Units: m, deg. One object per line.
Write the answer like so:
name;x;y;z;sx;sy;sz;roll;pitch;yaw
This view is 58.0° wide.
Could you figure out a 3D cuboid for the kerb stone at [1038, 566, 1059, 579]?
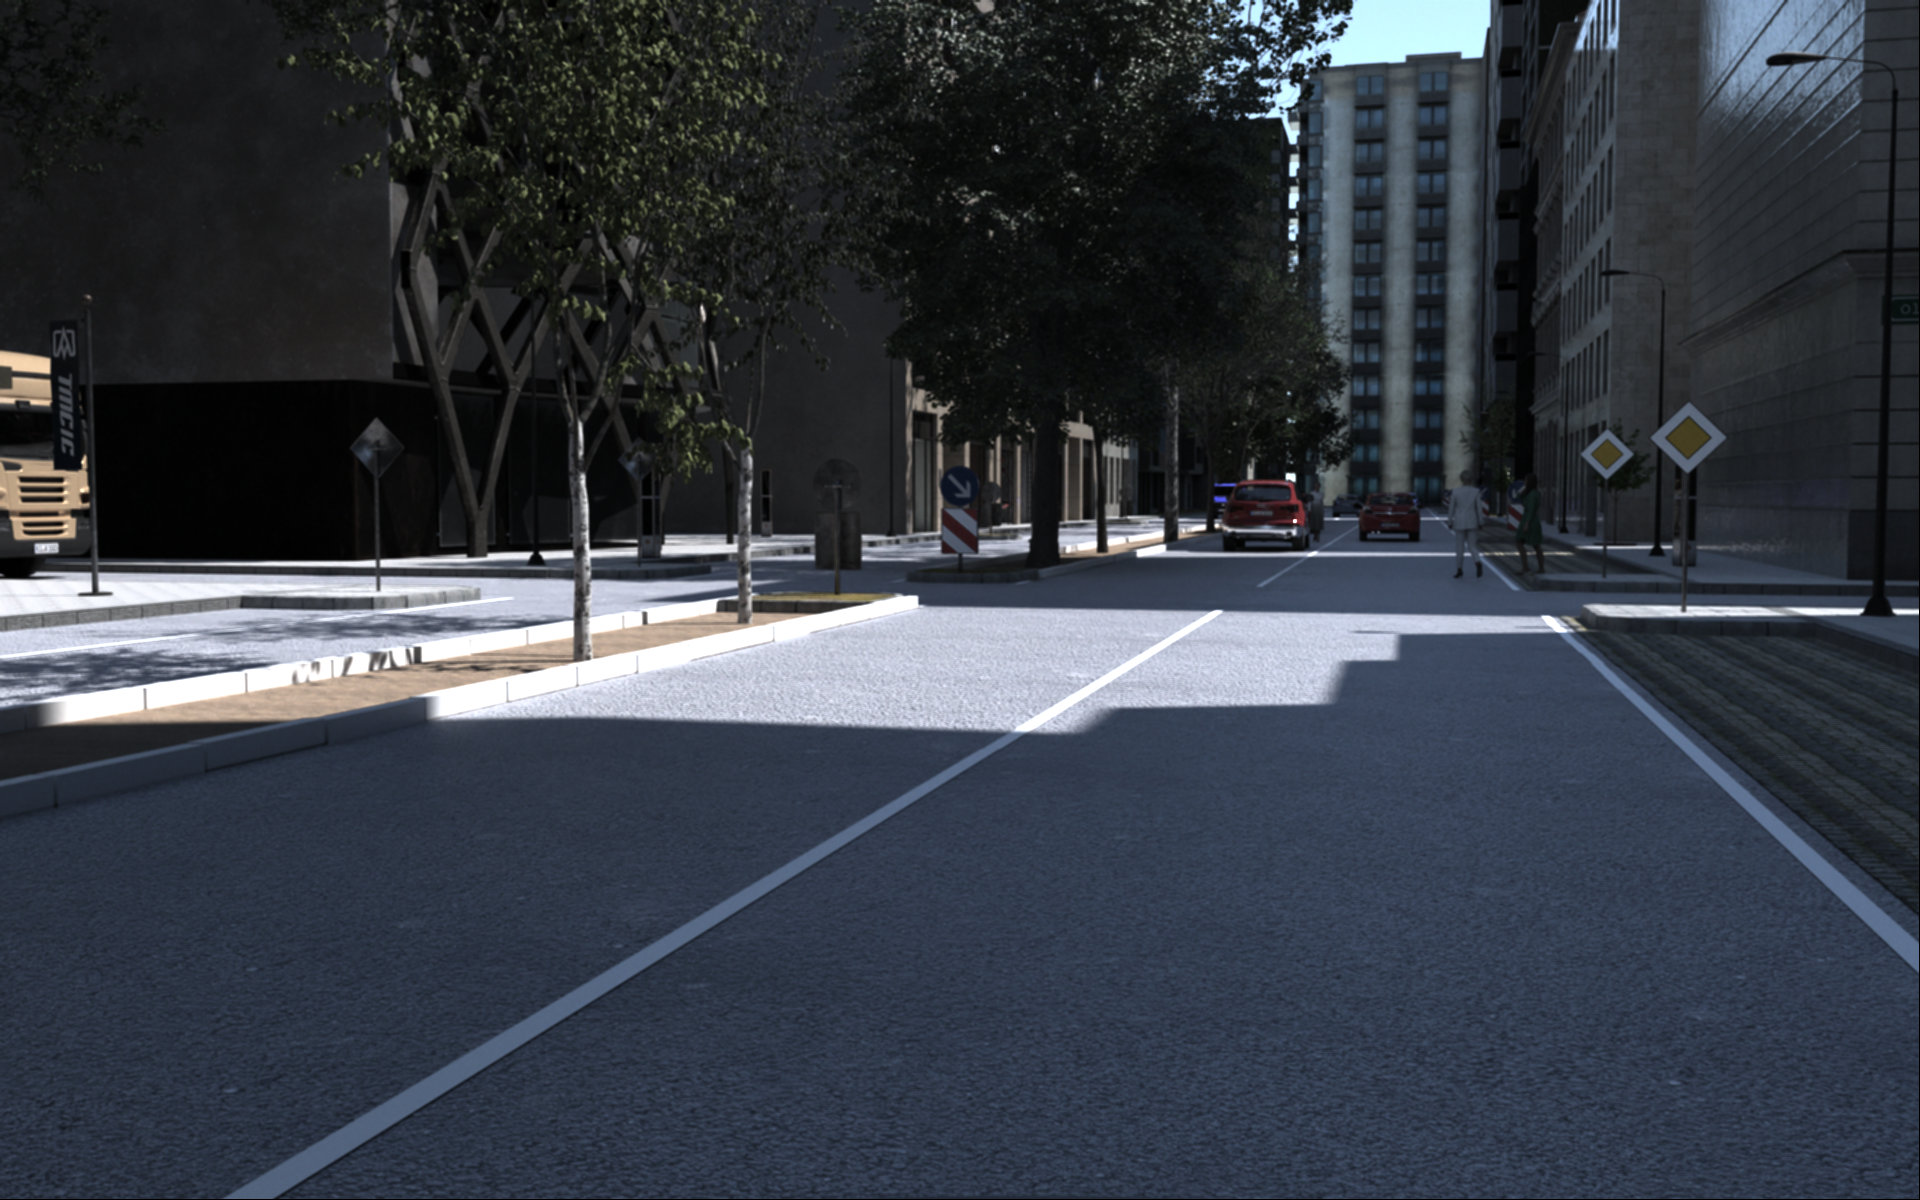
kerb stone;1.495;-0.461;29.795;0.120;0.150;1.000;1;4;15

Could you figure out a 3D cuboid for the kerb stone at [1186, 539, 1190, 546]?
kerb stone;6.140;-1.557;47.646;0.120;0.150;1.000;1;4;15

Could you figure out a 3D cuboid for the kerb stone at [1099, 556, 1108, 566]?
kerb stone;2.785;-0.767;34.763;0.120;0.150;1.000;1;4;15

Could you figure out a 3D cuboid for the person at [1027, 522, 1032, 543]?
person;2.170;-2.343;47.160;0.624;1.780;0.694;1;4;18

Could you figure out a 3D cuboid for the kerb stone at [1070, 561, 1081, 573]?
kerb stone;2.018;-0.578;31.789;0.120;0.150;1.000;1;4;15

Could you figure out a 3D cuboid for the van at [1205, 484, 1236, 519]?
van;15.380;-5.827;99.658;2.240;2.365;5.245;1;4;14

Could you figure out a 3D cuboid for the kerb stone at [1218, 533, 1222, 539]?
kerb stone;8.212;-2.040;55.587;0.120;0.150;1.000;1;4;15

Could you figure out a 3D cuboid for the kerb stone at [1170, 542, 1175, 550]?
kerb stone;5.364;-1.375;44.677;0.120;0.150;1.000;1;4;15

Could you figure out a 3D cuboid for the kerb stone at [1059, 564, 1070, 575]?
kerb stone;1.755;-0.526;30.792;0.120;0.150;1.000;1;4;15

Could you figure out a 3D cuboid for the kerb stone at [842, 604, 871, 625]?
kerb stone;-1.227;0.174;19.344;0.120;0.150;1.000;1;4;15

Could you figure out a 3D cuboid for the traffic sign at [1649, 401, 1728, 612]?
traffic sign;7.854;-0.923;18.739;0.795;2.450;0.064;1;4;15

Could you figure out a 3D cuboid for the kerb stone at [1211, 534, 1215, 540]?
kerb stone;7.689;-1.921;53.600;0.120;0.150;1.000;1;4;15

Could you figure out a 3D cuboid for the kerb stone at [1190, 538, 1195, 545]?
kerb stone;6.405;-1.617;48.633;0.120;0.150;1.000;1;4;15

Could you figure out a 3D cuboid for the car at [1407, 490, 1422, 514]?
car;31.122;-6.784;120.511;1.945;1.707;3.694;1;4;14

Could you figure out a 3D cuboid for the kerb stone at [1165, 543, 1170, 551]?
kerb stone;5.111;-1.314;43.687;0.120;0.150;1.000;1;4;15

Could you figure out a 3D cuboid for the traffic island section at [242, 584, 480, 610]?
traffic island section;-7.694;-0.035;22.855;2.009;0.180;2.903;1;4;15

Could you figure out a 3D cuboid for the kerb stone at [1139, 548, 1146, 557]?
kerb stone;4.076;-1.072;39.724;0.120;0.150;1.000;1;4;15

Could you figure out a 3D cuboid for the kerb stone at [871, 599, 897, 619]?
kerb stone;-0.968;0.116;20.336;0.120;0.150;1.000;1;4;15

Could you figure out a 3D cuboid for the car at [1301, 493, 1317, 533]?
car;12.451;-3.400;64.625;2.155;1.783;4.494;1;4;16

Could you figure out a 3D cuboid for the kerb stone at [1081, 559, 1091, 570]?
kerb stone;2.277;-0.647;32.778;0.120;0.150;1.000;1;4;15

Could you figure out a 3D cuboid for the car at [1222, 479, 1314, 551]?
car;7.991;-2.218;44.938;2.281;1.827;5.304;1;4;14

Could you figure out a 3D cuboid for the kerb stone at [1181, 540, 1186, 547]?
kerb stone;5.886;-1.495;46.656;0.120;0.150;1.000;1;4;15

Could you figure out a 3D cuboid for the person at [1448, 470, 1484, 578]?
person;8.578;-1.279;29.285;0.514;1.842;0.818;0;4;-7

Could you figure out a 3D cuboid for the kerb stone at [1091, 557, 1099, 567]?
kerb stone;2.519;-0.708;33.775;0.120;0.150;1.000;1;4;15

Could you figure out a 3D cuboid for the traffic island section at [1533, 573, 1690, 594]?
traffic island section;9.891;-0.260;26.539;2.009;0.180;2.903;1;4;15

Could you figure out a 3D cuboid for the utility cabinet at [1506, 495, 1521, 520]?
utility cabinet;27.049;-4.477;84.363;1.020;1.237;0.306;-3;4;-37

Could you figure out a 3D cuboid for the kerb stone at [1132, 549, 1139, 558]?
kerb stone;3.817;-1.008;38.725;0.120;0.150;1.000;1;4;15

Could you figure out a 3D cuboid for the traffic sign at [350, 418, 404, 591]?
traffic sign;-7.669;-1.171;22.787;0.795;2.450;0.064;1;4;15

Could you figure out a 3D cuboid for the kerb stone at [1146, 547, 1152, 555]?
kerb stone;4.332;-1.129;40.714;0.120;0.150;1.000;1;4;15

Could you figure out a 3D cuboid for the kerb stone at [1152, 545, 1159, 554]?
kerb stone;4.593;-1.193;41.702;0.120;0.150;1.000;1;4;15

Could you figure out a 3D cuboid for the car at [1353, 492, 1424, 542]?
car;13.351;-2.745;53.924;2.155;1.783;4.494;1;4;13

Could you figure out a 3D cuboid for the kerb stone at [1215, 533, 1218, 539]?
kerb stone;7.953;-1.978;54.597;0.120;0.150;1.000;1;4;15

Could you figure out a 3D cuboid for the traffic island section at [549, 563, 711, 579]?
traffic island section;-5.682;-0.508;30.583;2.009;0.180;2.903;1;4;15

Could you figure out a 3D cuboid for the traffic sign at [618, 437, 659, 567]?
traffic sign;-5.657;-1.644;30.515;0.795;2.450;0.064;1;4;15

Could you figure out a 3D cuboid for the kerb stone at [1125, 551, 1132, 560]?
kerb stone;3.559;-0.950;37.736;0.120;0.150;1.000;1;4;15

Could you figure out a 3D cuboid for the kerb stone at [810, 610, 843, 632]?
kerb stone;-1.488;0.237;18.356;0.120;0.150;1.000;1;4;15

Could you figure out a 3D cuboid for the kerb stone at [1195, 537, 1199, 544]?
kerb stone;6.656;-1.674;49.625;0.120;0.150;1.000;1;4;15

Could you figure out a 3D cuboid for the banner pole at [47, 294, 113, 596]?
banner pole;-11.173;-1.951;21.915;0.863;3.779;0.401;1;4;20

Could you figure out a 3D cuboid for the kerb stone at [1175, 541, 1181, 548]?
kerb stone;5.630;-1.434;45.665;0.120;0.150;1.000;1;4;15

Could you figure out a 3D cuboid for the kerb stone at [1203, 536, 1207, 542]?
kerb stone;7.175;-1.799;51.617;0.120;0.150;1.000;1;4;15

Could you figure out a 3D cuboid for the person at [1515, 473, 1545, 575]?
person;9.994;-1.319;30.305;0.529;1.795;0.600;1;4;14

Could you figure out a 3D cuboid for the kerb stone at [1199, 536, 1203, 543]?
kerb stone;6.911;-1.737;50.625;0.120;0.150;1.000;1;4;15

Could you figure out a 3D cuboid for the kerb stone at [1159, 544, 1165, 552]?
kerb stone;4.855;-1.254;42.697;0.120;0.150;1.000;1;4;15

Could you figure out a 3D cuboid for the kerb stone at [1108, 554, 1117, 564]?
kerb stone;3.039;-0.830;35.758;0.120;0.150;1.000;1;4;15

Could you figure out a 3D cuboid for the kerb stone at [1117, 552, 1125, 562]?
kerb stone;3.313;-0.887;36.743;0.120;0.150;1.000;1;4;15

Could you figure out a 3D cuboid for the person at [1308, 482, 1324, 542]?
person;10.758;-2.664;52.285;0.478;1.798;0.641;1;4;16

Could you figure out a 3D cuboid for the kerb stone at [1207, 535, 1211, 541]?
kerb stone;7.432;-1.855;52.611;0.120;0.150;1.000;1;4;15

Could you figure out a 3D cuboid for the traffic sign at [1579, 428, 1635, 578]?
traffic sign;9.866;-1.396;26.468;0.795;2.450;0.064;1;4;15

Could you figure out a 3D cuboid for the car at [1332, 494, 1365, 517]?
car;24.378;-5.916;108.733;2.014;1.417;4.499;1;4;16

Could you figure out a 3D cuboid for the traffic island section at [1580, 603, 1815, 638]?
traffic island section;7.879;0.212;18.810;2.009;0.180;2.903;1;4;15

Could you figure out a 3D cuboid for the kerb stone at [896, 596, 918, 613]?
kerb stone;-0.713;0.053;21.325;0.120;0.150;1.000;1;4;15
